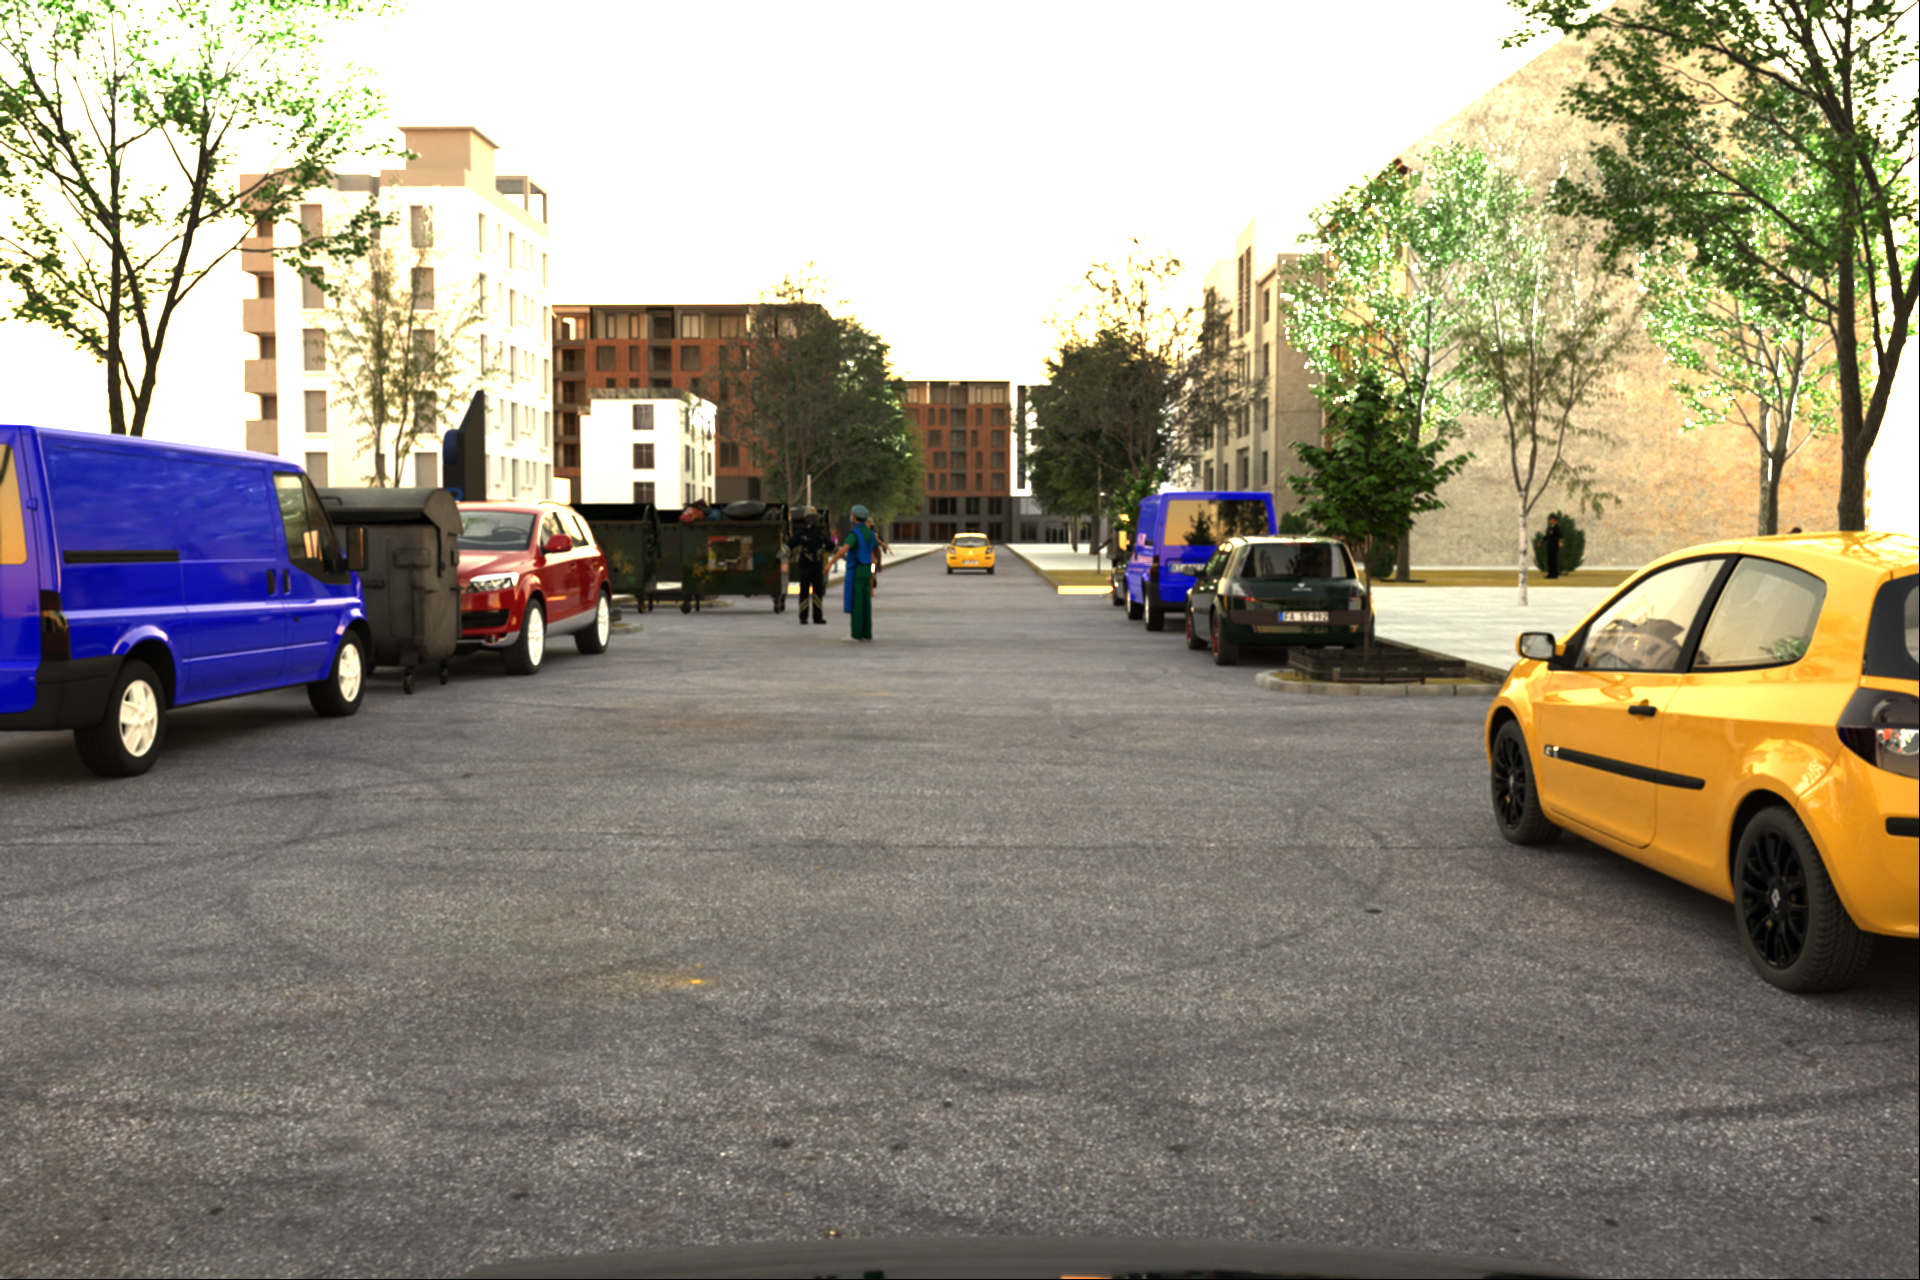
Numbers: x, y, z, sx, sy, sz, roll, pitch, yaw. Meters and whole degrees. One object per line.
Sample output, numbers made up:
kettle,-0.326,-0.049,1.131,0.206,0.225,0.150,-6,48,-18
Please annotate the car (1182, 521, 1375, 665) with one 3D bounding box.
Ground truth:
car,3.664,-0.643,20.298,2.009,1.686,4.222,0,4,1

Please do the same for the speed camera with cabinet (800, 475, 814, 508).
speed camera with cabinet,-5.198,-3.931,58.608,0.660,3.252,2.038,0,4,3

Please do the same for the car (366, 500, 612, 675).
car,-5.299,-0.651,19.310,2.281,1.827,5.304,0,4,1

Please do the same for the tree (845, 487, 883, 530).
tree,-6.203,-10.886,128.343,4.360,8.622,3.978,0,3,0

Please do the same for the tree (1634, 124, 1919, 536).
tree,21.017,-7.247,44.240,9.928,11.665,9.643,0,3,0

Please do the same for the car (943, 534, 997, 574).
car,0.371,-3.229,63.021,2.015,1.641,3.980,0,4,0

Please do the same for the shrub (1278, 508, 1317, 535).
shrub,10.130,-2.979,52.744,1.661,2.075,1.752,0,3,0

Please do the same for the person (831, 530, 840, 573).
person,-4.196,-2.939,57.320,0.599,1.433,0.991,0,4,-8

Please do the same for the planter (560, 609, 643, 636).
planter,-5.754,-0.263,25.434,1.991,0.319,1.994,0,4,2

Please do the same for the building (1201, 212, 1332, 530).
building,24.757,-14.518,103.819,16.747,18.905,31.486,0,4,1

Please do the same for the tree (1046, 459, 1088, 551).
tree,8.308,-11.128,132.307,4.737,8.622,4.395,0,3,0

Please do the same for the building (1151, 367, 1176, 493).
building,25.611,-20.531,192.100,16.016,20.090,11.380,0,4,1

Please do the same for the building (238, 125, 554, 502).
building,-27.345,-13.777,81.682,16.016,20.090,11.380,0,4,0

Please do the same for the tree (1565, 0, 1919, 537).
tree,27.613,-12.469,59.754,12.611,20.169,13.585,0,3,0

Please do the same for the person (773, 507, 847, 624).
person,-2.366,-1.184,27.602,1.354,1.856,0.705,-2,4,-27

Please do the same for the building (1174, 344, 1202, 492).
building,26.447,-19.276,171.585,16.016,20.090,11.380,0,4,1

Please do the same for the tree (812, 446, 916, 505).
tree,-7.169,-11.338,119.785,8.767,10.594,7.601,0,4,-2

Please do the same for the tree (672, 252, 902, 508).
tree,-7.196,-10.060,74.857,12.009,13.543,11.850,0,3,0

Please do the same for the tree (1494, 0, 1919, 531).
tree,10.071,-5.700,18.956,9.928,11.665,9.643,0,3,0

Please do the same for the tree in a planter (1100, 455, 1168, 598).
tree in a planter,4.192,-2.576,39.347,1.991,3.239,1.994,0,4,1

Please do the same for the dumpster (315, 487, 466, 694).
dumpster,-5.624,-0.472,15.940,1.865,1.857,1.264,0,4,2

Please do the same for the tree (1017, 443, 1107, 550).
tree,9.125,-12.633,140.964,8.767,10.594,7.601,-2,4,-31

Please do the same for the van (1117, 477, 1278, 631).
van,3.710,-1.396,27.208,2.240,2.365,5.245,0,4,1

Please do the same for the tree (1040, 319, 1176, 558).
tree,7.795,-10.605,91.522,7.486,12.596,7.792,0,3,0

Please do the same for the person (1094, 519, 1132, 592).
person,3.812,-2.024,41.678,1.348,1.813,0.705,3,5,41

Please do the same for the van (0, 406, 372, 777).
van,-5.745,-0.458,11.880,2.240,2.365,5.245,0,4,1

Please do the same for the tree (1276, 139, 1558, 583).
tree,12.007,-7.354,45.991,9.928,11.665,9.643,0,3,0

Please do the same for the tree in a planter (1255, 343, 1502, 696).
tree in a planter,3.843,-1.164,16.260,1.991,3.239,1.994,0,3,0

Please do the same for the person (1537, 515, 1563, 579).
person,17.021,-2.683,49.798,0.705,1.837,1.347,-1,4,-9

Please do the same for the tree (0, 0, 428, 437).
tree,-11.499,-6.003,23.905,9.928,11.665,9.643,0,3,0

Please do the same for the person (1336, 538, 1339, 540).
person,15.806,-4.238,75.141,1.347,1.847,0.705,2,4,27

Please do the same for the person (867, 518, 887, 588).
person,-2.413,-2.304,45.911,1.354,1.856,0.705,-3,5,-45

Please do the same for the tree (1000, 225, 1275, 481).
tree,7.180,-9.661,68.320,12.009,13.543,11.850,0,3,0

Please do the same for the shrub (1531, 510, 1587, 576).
shrub,18.547,-3.038,53.706,1.661,2.075,1.752,0,3,0

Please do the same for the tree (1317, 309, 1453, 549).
tree,13.772,-6.537,57.243,4.737,8.622,4.395,0,3,0

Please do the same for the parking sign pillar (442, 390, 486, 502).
parking sign pillar,-9.094,-2.651,31.813,1.447,3.967,1.447,0,4,1

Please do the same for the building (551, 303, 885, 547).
building,-22.397,-19.938,169.958,27.936,21.610,32.646,0,4,1

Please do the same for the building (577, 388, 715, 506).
building,-20.487,-10.493,113.706,9.099,9.664,28.070,0,4,0

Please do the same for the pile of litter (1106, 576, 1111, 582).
pile of litter,4.435,-1.941,45.700,1.176,0.858,1.719,0,4,0

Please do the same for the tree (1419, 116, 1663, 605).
tree,10.222,-4.949,31.279,4.360,8.622,3.978,0,3,0

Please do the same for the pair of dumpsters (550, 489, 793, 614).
pair of dumpsters,-5.320,-1.631,31.624,4.436,2.255,1.574,0,4,1

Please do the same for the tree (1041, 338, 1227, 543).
tree,8.020,-8.964,80.967,8.767,10.594,7.601,-1,4,-11

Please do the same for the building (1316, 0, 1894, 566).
building,27.372,-15.109,77.966,19.493,23.208,18.063,0,4,2

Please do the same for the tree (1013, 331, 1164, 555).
tree,8.246,-12.268,107.236,9.857,13.997,8.962,0,3,0

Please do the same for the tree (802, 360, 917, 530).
tree,-6.491,-11.734,109.979,7.486,12.596,7.792,0,3,0

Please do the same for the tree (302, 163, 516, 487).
tree,-11.745,-5.178,35.030,4.360,8.622,3.978,0,3,0

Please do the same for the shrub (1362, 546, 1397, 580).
shrub,11.763,-2.291,48.578,1.383,1.207,1.383,0,3,0

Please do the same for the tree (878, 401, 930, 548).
tree,-6.010,-13.985,146.783,7.486,12.596,7.792,0,3,0

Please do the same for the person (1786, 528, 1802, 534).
person,18.472,-1.808,38.837,0.697,1.427,0.421,2,4,32

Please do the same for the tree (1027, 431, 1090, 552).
tree,8.022,-11.562,123.447,7.601,10.594,8.767,-3,5,-42

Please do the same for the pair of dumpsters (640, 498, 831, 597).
pair of dumpsters,-5.191,-2.124,39.671,4.436,2.255,1.574,0,4,1

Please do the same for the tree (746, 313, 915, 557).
tree,-7.270,-11.752,98.797,9.857,13.997,8.962,0,3,0

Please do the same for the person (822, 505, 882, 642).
person,-1.365,-0.885,23.050,0.704,1.817,1.347,2,4,29

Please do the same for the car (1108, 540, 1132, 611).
car,3.920,-1.450,33.498,2.009,1.686,4.222,0,3,0

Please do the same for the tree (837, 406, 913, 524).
tree,-7.278,-13.319,135.889,7.486,12.596,7.792,0,3,0

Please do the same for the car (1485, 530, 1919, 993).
car,3.387,0.207,6.841,2.015,1.641,3.980,0,4,0

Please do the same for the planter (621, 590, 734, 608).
planter,-5.553,-0.813,34.436,1.991,0.319,1.994,0,4,1

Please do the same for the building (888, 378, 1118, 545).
building,4.116,-24.007,238.937,32.646,21.610,27.936,0,4,-2

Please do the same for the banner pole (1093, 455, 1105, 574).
banner pole,4.421,-3.964,54.834,0.401,3.779,0.863,0,4,1

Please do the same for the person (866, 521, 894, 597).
person,-2.120,-1.853,39.560,1.217,1.733,0.721,-1,4,-11
